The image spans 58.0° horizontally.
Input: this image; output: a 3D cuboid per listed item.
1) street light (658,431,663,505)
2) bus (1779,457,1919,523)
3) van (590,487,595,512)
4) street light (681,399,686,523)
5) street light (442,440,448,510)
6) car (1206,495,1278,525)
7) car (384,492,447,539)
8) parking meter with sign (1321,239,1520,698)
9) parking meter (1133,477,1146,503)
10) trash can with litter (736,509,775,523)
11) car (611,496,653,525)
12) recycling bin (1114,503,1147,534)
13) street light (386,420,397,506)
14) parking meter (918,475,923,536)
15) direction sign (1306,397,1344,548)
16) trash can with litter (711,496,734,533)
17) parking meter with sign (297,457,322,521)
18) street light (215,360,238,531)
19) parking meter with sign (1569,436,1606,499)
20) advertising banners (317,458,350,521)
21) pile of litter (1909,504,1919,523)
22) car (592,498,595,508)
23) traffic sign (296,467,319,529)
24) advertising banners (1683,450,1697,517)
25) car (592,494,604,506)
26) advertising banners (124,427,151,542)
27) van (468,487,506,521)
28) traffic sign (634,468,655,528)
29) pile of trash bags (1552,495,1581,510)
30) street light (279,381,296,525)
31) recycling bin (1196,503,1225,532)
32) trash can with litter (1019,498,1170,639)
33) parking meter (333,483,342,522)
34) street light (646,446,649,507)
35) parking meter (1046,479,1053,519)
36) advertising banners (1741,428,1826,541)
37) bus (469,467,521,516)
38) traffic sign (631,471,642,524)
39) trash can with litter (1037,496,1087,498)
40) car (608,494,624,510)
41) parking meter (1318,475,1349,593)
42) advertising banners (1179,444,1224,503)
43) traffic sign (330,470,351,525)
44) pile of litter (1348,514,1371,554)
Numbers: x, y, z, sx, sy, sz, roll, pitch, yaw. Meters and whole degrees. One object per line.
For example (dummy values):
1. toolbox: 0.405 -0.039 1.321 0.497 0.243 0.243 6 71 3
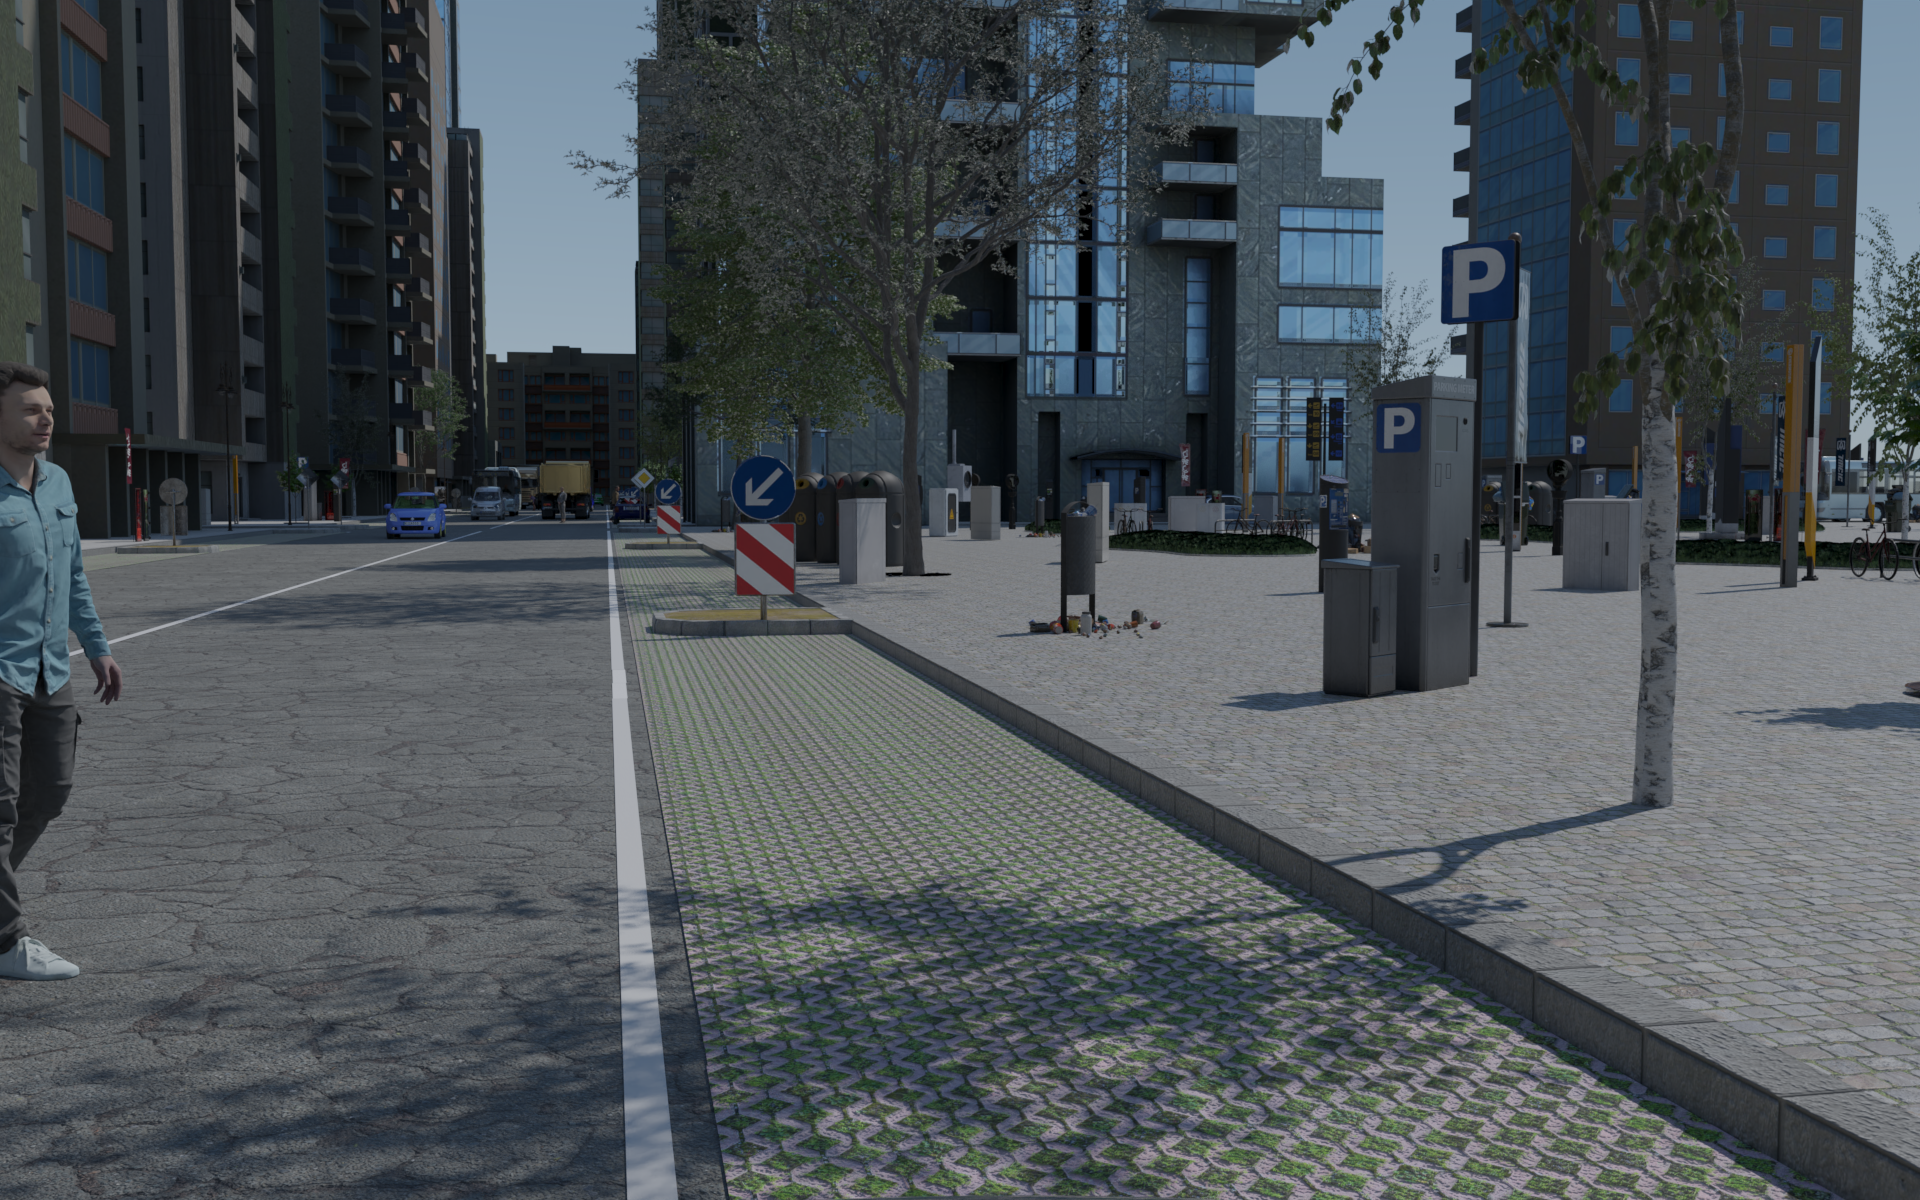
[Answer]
1. street light: -19.404 -8.541 112.429 0.468 5.910 1.993 -1 4 -12
2. bus: 44.704 -5.300 81.516 13.247 3.499 2.948 -1 4 -12
3. van: -31.104 -8.413 141.944 2.240 2.365 5.245 -1 4 -10
4. street light: -12.390 -6.415 77.672 0.468 5.910 1.993 -1 4 -12
5. street light: -41.839 -10.265 140.618 0.468 5.910 1.993 -1 4 -12
6. car: 11.586 -3.796 74.066 4.499 1.417 2.014 -1 4 -10
7. car: -17.720 -2.867 56.463 1.945 1.707 3.694 -1 4 -13
8. parking meter with sign: 3.050 -0.933 11.512 0.543 3.016 1.738 3 5 43
9. parking meter: 6.093 -3.249 58.830 0.255 1.863 0.399 -2 4 -33
10. trash can with litter: -4.445 -1.678 38.828 1.055 1.170 0.624 -3 4 -37
11. car: -15.615 -4.271 82.403 1.945 1.354 3.894 -1 4 -10
12. recycling bin: 4.662 -2.131 47.400 0.722 1.027 0.722 -1 4 -12
13. street light: -34.731 -8.139 105.854 0.468 5.910 1.993 -1 4 -12
14. parking meter: -1.202 -2.474 46.158 0.399 1.863 0.255 -1 4 -14
15. direction sign: 8.545 -2.974 40.621 0.876 3.537 0.379 0 4 -1
16. trash can with litter: -7.636 -2.908 58.603 1.678 1.210 2.233 2 4 24
17. parking meter with sign: -30.850 -5.259 82.251 0.543 3.016 1.738 0 4 1
18. street light: -25.315 -5.328 59.895 0.468 5.910 1.993 -1 4 -12
19. parking meter with sign: 18.610 -3.345 50.959 0.543 3.016 1.738 -1 4 -12
20. advertising banners: -30.451 -5.344 83.568 2.074 3.025 0.090 0 4 -7
21. pile of litter: 42.883 -3.869 77.224 1.719 0.858 1.176 1 4 9
22. car: -38.915 -10.434 180.190 1.945 1.707 3.694 -1 4 -11
23. traffic sign: -23.932 -3.667 63.602 0.795 2.450 0.064 -1 4 -12
24. advertising banners: 30.002 -4.470 69.273 2.074 3.025 0.090 1 4 22
25. car: -43.090 -11.997 204.951 1.959 1.807 4.718 -1 4 -13
26. advertising banners: -22.070 -3.075 46.460 0.090 3.025 2.074 -1 4 -10
27. van: -25.975 -5.400 95.307 2.013 2.044 4.112 -1 4 -11
28. traffic sign: -12.029 -3.814 66.005 0.795 2.450 0.064 -1 4 -12
29. pile of trash bags: 24.544 -3.785 71.633 3.447 1.369 1.912 3 4 38
30. street light: -27.604 -6.018 71.181 0.468 5.910 1.993 -1 4 -12
31. recycling bin: 6.971 -2.182 48.230 0.722 1.027 0.722 1 4 15
32. trash can with litter: 1.424 -0.332 16.484 1.678 1.210 2.233 3 4 36
33. parking meter: -28.894 -4.567 80.383 0.255 1.863 0.399 0 4 5
34. street light: -26.520 -10.662 147.104 0.468 5.910 1.993 -1 4 -12
35. parking meter: 3.534 -3.844 68.560 0.255 1.863 0.399 0 4 0
36. advertising banners: 22.270 -3.100 46.866 2.074 3.025 0.090 3 5 41
37. bus: -30.634 -7.332 114.740 2.948 3.499 13.247 -1 4 -12
38. traffic sign: -13.627 -4.293 73.829 0.795 2.450 0.064 -1 4 -12
39. trash can with litter: 2.604 -2.495 51.856 1.678 1.210 2.233 1 4 20
40. car: -30.791 -8.989 156.753 2.009 1.686 4.222 -1 4 -13
41. parking meter: 4.877 -0.868 22.607 0.372 1.533 0.369 0 3 0
42. advertising banners: 8.433 -3.936 60.546 2.074 3.025 0.090 -2 4 -33
43. traffic sign: -25.531 -4.146 71.426 0.795 2.450 0.064 -1 4 -12
44. pile of litter: 8.786 -1.455 37.755 1.719 0.858 1.176 -1 4 -21
